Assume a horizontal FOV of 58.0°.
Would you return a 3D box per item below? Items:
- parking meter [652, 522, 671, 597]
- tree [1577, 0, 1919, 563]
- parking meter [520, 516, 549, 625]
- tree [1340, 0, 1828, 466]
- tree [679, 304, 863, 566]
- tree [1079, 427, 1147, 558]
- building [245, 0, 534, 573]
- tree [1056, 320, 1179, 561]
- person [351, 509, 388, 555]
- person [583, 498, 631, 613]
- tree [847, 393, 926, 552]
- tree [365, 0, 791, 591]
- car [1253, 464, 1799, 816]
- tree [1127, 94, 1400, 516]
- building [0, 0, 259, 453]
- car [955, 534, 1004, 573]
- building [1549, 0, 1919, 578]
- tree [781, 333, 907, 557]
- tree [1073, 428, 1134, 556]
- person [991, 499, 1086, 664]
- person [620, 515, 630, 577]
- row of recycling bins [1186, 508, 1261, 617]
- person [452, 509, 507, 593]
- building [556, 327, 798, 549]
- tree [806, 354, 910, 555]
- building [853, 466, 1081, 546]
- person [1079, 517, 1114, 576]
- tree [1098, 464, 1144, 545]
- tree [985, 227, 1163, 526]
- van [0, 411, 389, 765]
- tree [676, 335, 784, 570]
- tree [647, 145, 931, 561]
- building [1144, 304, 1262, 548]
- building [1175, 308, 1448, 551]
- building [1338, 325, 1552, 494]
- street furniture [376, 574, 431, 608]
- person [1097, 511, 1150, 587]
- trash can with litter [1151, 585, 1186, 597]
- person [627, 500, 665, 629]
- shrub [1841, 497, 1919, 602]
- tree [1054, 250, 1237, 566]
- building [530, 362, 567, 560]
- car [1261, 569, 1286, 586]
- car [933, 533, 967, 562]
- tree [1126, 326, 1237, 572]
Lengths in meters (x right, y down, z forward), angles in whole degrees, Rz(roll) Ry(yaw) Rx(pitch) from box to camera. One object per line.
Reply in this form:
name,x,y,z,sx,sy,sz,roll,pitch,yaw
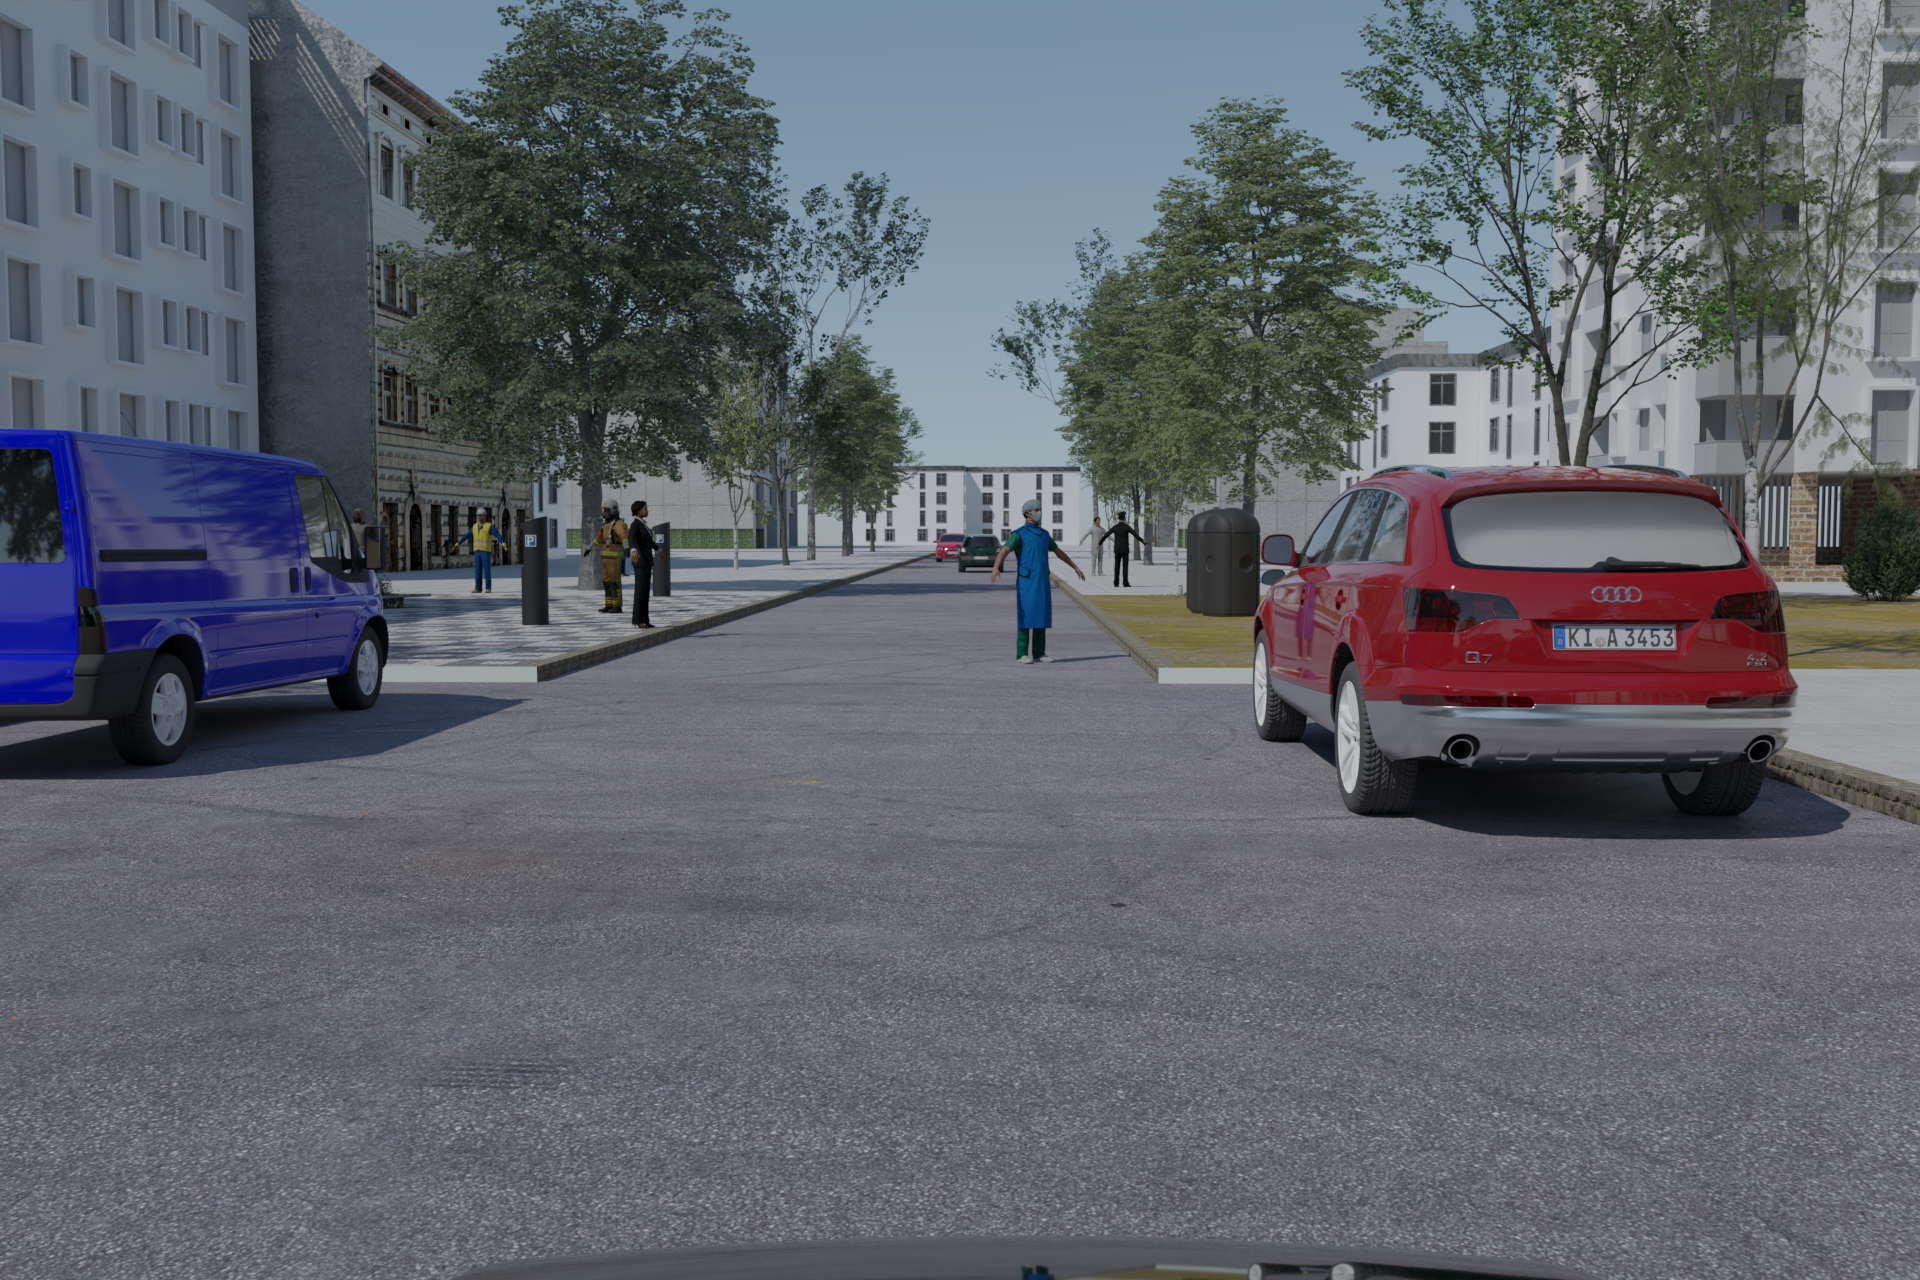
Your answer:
parking meter,-6.124,-1.658,35.518,0.372,1.533,0.369,0,3,0
tree,7.951,-4.108,17.526,4.360,8.622,3.978,0,3,0
parking meter,-6.008,-0.982,24.466,0.372,1.533,0.369,0,3,0
tree,10.482,-6.343,29.468,9.928,11.665,9.643,0,3,0
tree,-7.382,-8.327,70.567,7.601,10.594,8.767,2,4,29
tree,7.991,-8.666,92.044,4.360,8.622,3.978,0,3,0
building,-27.853,-14.310,64.900,19.493,23.208,18.063,0,4,2
tree,8.502,-9.659,83.673,9.928,11.665,9.643,0,3,0
person,-12.555,-1.839,36.192,1.348,1.813,0.705,0,4,8
person,-5.674,-1.367,28.113,0.705,1.858,1.354,-3,5,-42
tree,-6.195,-12.108,123.724,9.928,11.665,9.643,0,3,0
tree,-8.510,-8.106,39.187,9.857,13.997,8.962,0,3,0
car,3.039,-0.104,10.378,2.281,1.827,5.304,0,4,2
tree,7.876,-7.788,45.469,7.486,12.596,7.792,0,3,0
building,-27.535,-11.335,41.755,16.016,20.090,11.380,0,4,1
car,0.814,-3.416,65.643,2.009,1.686,4.222,0,4,1
building,25.593,-12.354,58.405,16.016,20.090,11.380,0,4,1
tree,-6.656,-11.001,97.997,7.486,12.596,7.792,0,3,0
tree,8.744,-9.180,100.452,4.360,8.622,3.978,0,3,0
person,0.827,-0.651,19.225,1.347,1.817,0.704,-3,4,-38
person,-10.194,-2.837,52.237,0.705,1.847,1.347,1,4,22
row of recycling bins,4.254,-1.306,28.465,1.069,1.692,3.534,0,4,2
person,-10.380,-1.934,37.590,1.349,1.833,0.705,1,4,17
building,-25.625,-18.175,163.615,16.747,18.905,31.486,0,4,2
tree,-6.596,-11.652,108.636,7.486,12.596,7.792,0,3,0
building,0.724,-16.398,212.705,28.070,9.664,9.099,0,4,4
person,4.236,-2.876,53.214,1.347,1.806,0.705,-1,4,-22
tree,20.235,-17.393,210.134,9.928,11.665,9.643,0,3,0
tree,7.850,-15.541,109.989,12.611,20.169,13.585,0,3,0
van,-5.793,-0.491,12.408,2.240,2.365,5.245,0,4,1
tree,-7.955,-6.763,60.933,4.737,8.622,4.395,0,3,0
tree,-8.630,-13.943,83.857,12.611,20.169,13.585,0,3,0
building,28.474,-20.947,173.413,19.493,23.208,18.063,0,4,2
building,28.007,-16.989,144.223,16.747,18.905,31.486,0,4,1
building,24.818,-8.473,80.673,9.099,9.664,28.070,0,4,2
street furniture,-12.756,-1.342,28.795,9.812,1.723,11.010,2,4,27
person,3.910,-2.193,41.787,1.347,1.837,0.705,2,4,24
trash can with litter,4.828,-1.492,35.446,1.678,1.210,2.233,0,4,0
person,-4.258,-1.031,23.580,0.721,1.740,1.216,0,4,8
shrub,17.702,-1.751,33.052,1.690,2.028,1.600,0,3,0
tree,7.246,-9.302,70.221,7.486,12.596,7.792,0,3,0
building,-24.975,-9.071,90.460,9.099,9.664,28.070,0,4,2
car,3.691,-0.349,15.293,1.945,1.707,3.694,0,4,1
car,-0.301,-4.900,89.158,2.155,1.783,4.494,0,4,2
tree,7.423,-6.636,58.857,4.737,8.622,4.395,0,3,0
